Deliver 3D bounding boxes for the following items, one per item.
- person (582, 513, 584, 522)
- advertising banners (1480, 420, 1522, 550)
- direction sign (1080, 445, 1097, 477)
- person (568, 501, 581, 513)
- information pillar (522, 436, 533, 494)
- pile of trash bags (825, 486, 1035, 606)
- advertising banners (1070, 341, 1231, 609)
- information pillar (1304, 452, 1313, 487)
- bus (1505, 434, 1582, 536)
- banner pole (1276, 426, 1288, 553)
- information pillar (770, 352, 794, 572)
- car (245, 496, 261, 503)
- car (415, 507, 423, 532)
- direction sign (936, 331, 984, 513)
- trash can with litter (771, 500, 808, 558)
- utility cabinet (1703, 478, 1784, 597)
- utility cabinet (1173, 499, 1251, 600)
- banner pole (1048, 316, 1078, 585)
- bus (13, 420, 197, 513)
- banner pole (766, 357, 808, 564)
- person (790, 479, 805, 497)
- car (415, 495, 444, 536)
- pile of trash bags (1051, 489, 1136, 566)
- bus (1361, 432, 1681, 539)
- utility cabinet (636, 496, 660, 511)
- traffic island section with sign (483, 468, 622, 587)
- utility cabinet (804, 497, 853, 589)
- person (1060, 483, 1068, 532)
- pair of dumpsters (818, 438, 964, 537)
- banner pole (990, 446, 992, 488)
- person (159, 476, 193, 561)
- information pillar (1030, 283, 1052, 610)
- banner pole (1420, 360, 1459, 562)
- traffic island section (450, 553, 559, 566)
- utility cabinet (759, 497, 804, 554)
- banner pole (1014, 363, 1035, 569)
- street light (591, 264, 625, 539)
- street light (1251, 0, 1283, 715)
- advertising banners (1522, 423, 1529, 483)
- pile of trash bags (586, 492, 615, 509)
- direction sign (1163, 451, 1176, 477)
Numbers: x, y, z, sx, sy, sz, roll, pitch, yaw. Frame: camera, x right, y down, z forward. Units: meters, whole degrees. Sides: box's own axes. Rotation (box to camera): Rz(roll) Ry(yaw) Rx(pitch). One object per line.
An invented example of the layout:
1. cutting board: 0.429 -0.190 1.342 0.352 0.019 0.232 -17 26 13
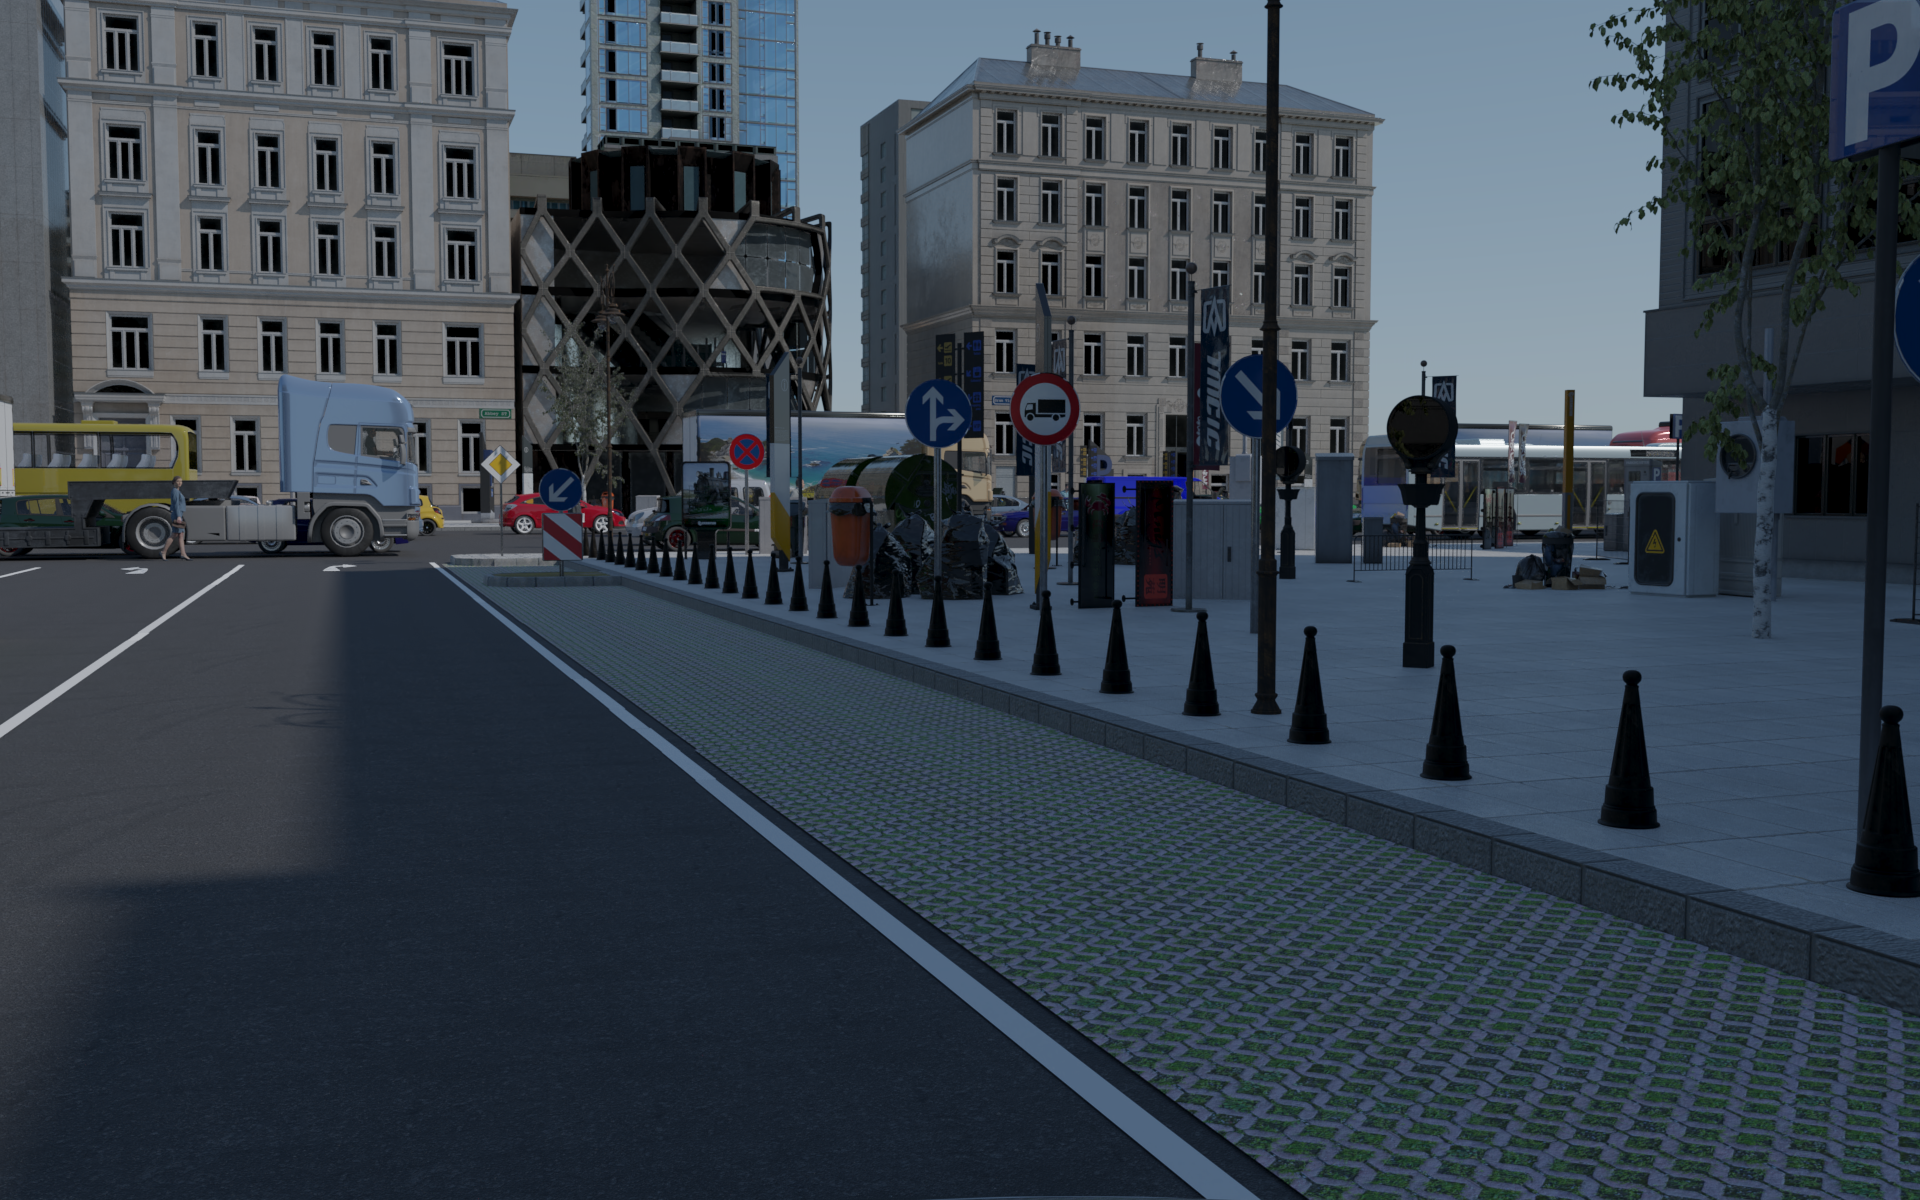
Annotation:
1. person: -12.535 -2.896 56.195 0.624 1.780 0.694 1 4 20
2. advertising banners: 12.666 -2.719 40.639 0.090 3.025 2.074 3 4 38
3. direction sign: 5.995 -5.434 80.838 0.876 3.537 0.379 -1 4 -22
4. person: -10.368 -2.353 46.335 0.474 1.900 0.648 -1 4 -17
5. information pillar: -17.419 -4.794 69.741 0.183 3.616 0.504 2 4 32
6. pile of trash bags: -0.614 -0.704 21.270 1.912 1.369 3.447 2 4 26
7. advertising banners: 2.187 -1.436 19.674 2.074 3.025 0.090 -2 4 -25
8. information pillar: 19.378 -6.428 96.459 0.504 3.616 0.183 -1 4 -17
9. bus: 23.086 -4.042 60.953 13.247 3.499 2.948 -1 4 -20
10. banner pole: 6.956 -2.900 37.425 0.401 3.779 0.863 3 5 39
11. information pillar: -2.947 -2.267 28.423 0.183 3.616 0.504 2 4 27
12. car: -24.733 -2.878 59.418 2.083 1.381 4.827 -1 4 -21
13. car: -18.940 -2.539 53.519 4.499 1.417 2.014 -1 4 -21
14. direction sign: -0.006 -1.984 24.429 0.876 3.537 0.379 3 5 41
15. trash can with litter: -3.412 -1.438 34.892 0.624 1.170 1.055 1 4 14
16. utility cabinet: 9.828 -0.803 21.801 0.318 1.500 1.173 -1 4 -12
17. utility cabinet: 3.112 -0.612 21.172 1.020 1.237 0.306 1 4 14
18. banner pole: 1.477 -2.116 24.622 0.401 3.779 0.863 -1 4 -22
19. bus: -29.843 -3.722 52.406 12.252 3.916 2.896 -1 4 -18
20. banner pole: -3.159 -2.551 31.733 0.863 3.779 0.401 0 4 2
21. person: -3.870 -2.000 41.300 0.391 1.810 0.635 0 4 3
22. car: -19.793 -3.013 59.479 3.980 1.641 2.015 -1 4 -19
23. pile of trash bags: 2.724 -1.349 31.804 3.447 1.369 1.912 -3 4 -36
24. bus: 19.406 -3.744 56.077 13.247 3.499 2.948 -1 4 -20
25. utility cabinet: -13.305 -3.833 73.834 1.020 1.237 0.306 1 4 20
26. traffic island section with sign: -6.515 -1.152 27.469 1.989 1.847 2.006 -1 4 -19
27. utility cabinet: -1.772 -0.778 23.881 0.306 1.237 1.020 1 4 18
28. person: 4.016 -3.489 65.404 0.638 1.841 0.748 0 4 -1
29. pair of dumpsters: -1.309 -1.814 32.152 1.574 2.255 4.437 -1 4 -19
30. banner pole: 1.586 -6.104 89.813 0.401 3.779 0.863 0 4 -5
31. person: -16.816 -1.748 37.105 0.654 1.822 0.581 -1 4 -9
32. information pillar: 0.913 -1.697 19.104 0.183 3.616 0.504 -1 4 -9
33. banner pole: 8.859 -2.589 32.343 0.863 3.779 0.401 2 4 33
34. traffic island section: -9.412 -0.820 35.681 2.009 0.180 2.903 -1 4 -19
35. utility cabinet: -3.802 -1.594 37.222 1.020 1.237 0.306 0 4 -4
36. banner pole: 1.267 -2.410 29.428 0.863 3.779 0.401 -2 4 -35
37. street light: -7.089 -3.802 34.956 0.468 5.910 1.993 -1 4 -19
38. street light: 1.793 -2.274 9.965 0.468 5.910 1.993 -1 4 -19
39. advertising banners: 13.439 -2.829 42.435 0.090 3.025 2.074 3 5 44
40. pile of trash bags: -17.192 -4.283 79.780 3.447 1.369 1.912 2 4 35
41. direction sign: 10.965 -6.045 90.831 0.379 3.537 0.876 -3 5 -42
